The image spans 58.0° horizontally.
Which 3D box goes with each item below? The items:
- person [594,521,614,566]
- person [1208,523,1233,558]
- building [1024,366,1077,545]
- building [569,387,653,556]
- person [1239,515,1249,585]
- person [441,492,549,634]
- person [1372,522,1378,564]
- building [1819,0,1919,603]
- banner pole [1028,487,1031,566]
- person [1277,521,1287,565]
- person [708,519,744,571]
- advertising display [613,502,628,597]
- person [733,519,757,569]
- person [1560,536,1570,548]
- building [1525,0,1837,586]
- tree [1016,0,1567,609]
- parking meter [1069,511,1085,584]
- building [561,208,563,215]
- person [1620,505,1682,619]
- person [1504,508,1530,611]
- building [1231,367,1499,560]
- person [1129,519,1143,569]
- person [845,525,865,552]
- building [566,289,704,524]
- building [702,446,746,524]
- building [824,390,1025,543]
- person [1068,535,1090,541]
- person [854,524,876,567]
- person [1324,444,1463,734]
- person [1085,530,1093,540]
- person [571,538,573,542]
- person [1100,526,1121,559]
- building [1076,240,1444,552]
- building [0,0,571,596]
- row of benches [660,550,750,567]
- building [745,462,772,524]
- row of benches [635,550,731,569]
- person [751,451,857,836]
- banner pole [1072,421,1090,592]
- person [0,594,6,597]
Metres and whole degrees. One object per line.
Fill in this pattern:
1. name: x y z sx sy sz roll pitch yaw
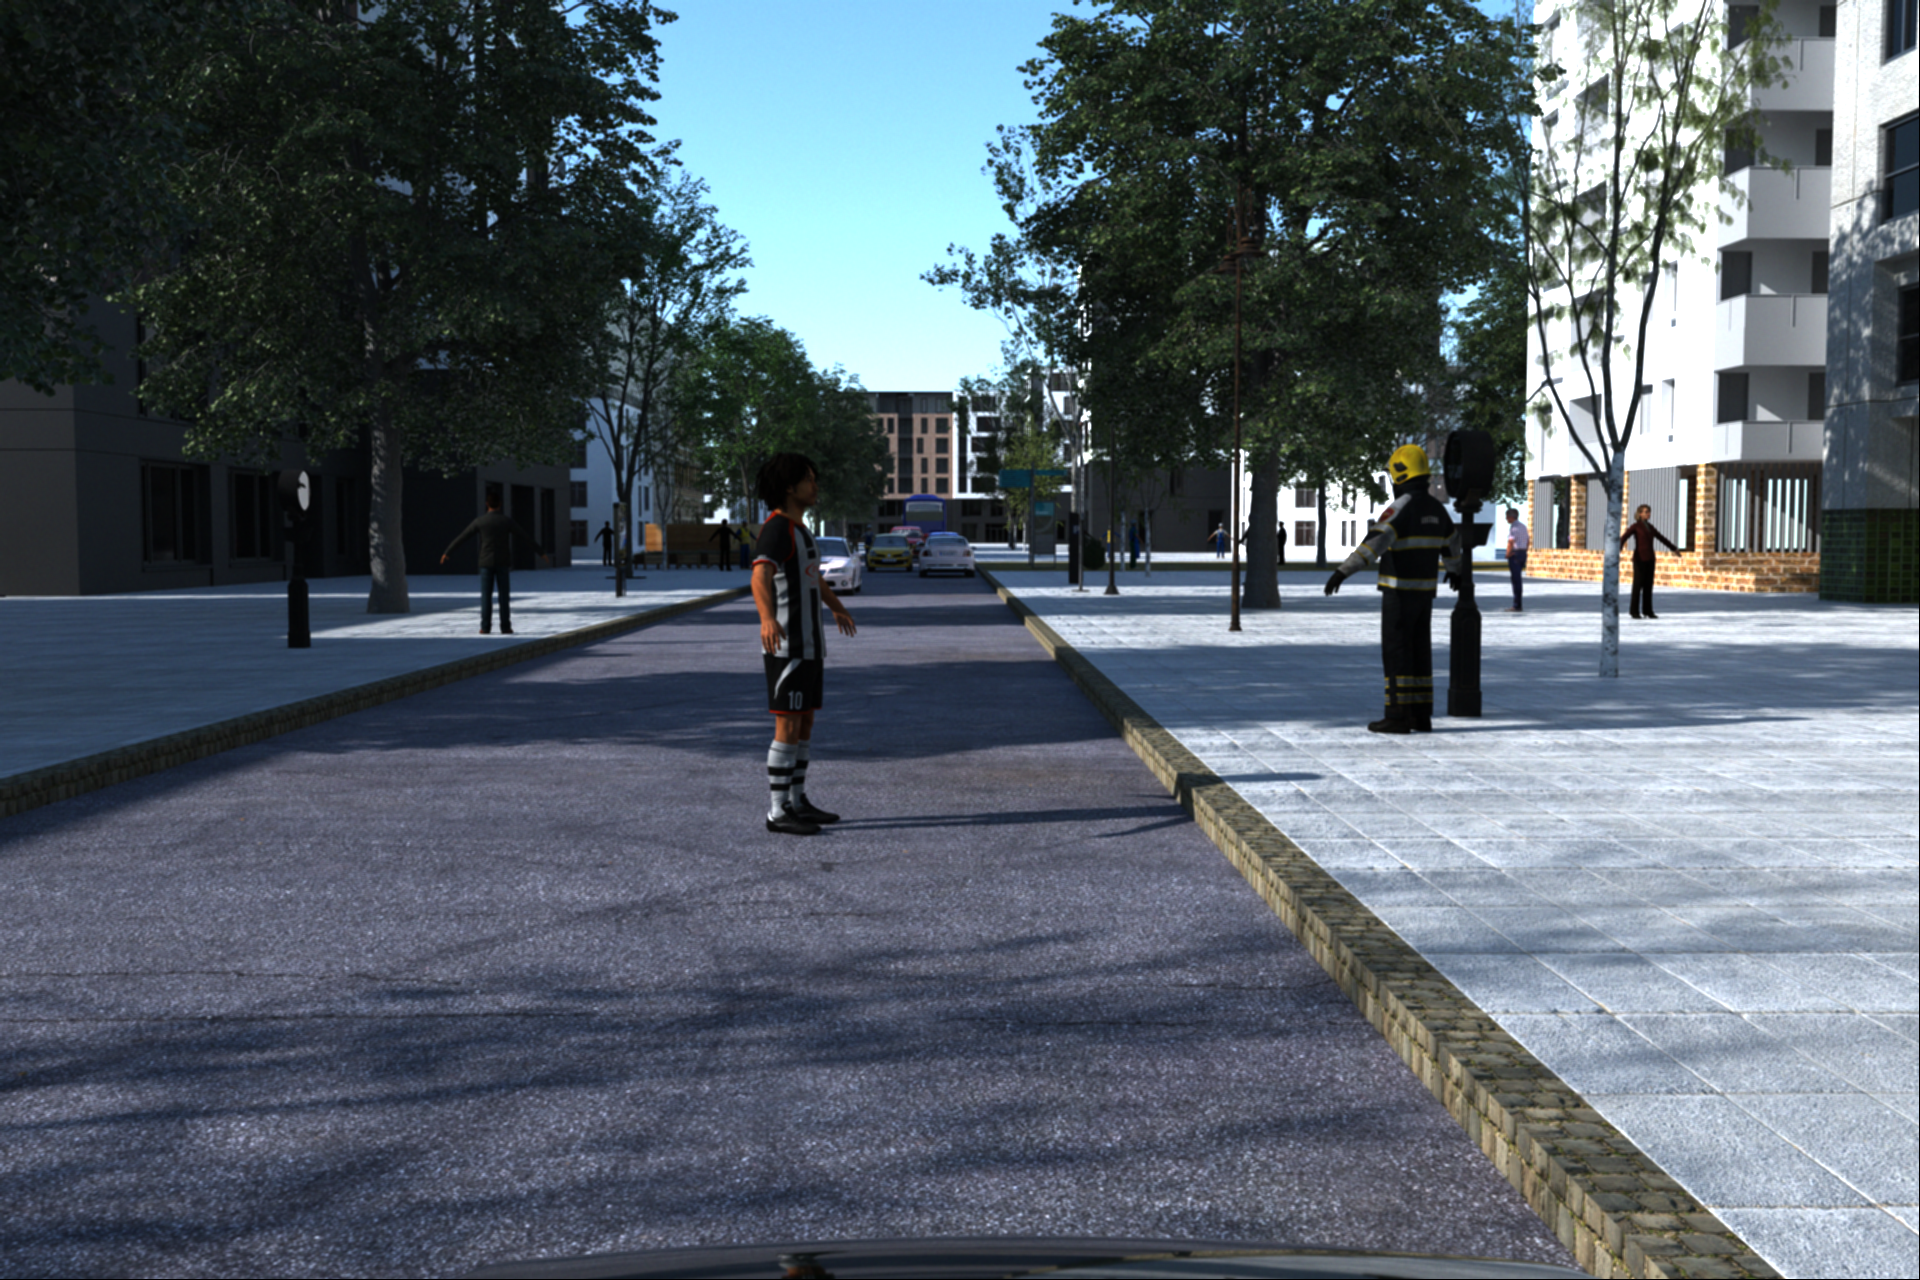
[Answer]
1. person: -14.125 -3.869 69.482 1.346 1.802 0.704 1 4 21
2. person: 13.748 -5.226 91.300 1.347 1.847 0.705 1 4 10
3. building: 22.222 -23.405 226.646 27.936 21.610 32.646 0 4 -1
4. building: -24.385 -10.428 112.639 9.099 9.664 28.070 0 4 -1
5. person: 7.345 -2.297 43.732 0.705 1.807 1.348 -1 4 -18
6. person: -5.979 -0.991 22.270 1.348 1.821 0.705 -1 4 -12
7. person: 17.811 -4.169 74.348 0.705 1.806 1.347 1 4 16
8. building: 25.101 -9.231 17.377 16.747 18.905 31.486 0 4 0
9. banner pole: 2.868 -4.922 70.499 0.401 3.779 0.863 0 4 -2
10. person: 13.369 -4.054 72.214 0.705 1.837 1.347 -1 4 -12
11. person: -8.164 -3.307 60.250 1.347 1.806 0.705 1 4 13
12. advertising display: -6.965 -1.854 35.535 0.123 1.923 0.974 0 4 -1
13. person: -7.855 -3.509 63.334 0.705 1.833 1.349 3 4 38
14. person: 20.968 -3.072 59.503 0.697 1.427 0.421 1 4 11
15. building: 22.194 -11.861 50.341 16.016 20.090 11.380 0 4 -1
16. tree: 5.197 -7.532 29.799 9.857 13.997 8.962 0 3 0
17. parking meter: 3.020 -2.390 44.783 0.399 1.863 0.255 0 4 0
18. building: -27.024 -13.944 84.399 16.016 20.090 11.380 0 4 0
19. person: 10.407 -1.188 26.234 1.215 1.729 0.721 -1 4 -20
20. person: 9.180 -1.331 28.742 0.756 1.711 0.436 -3 5 -41
21. building: 22.440 -9.687 100.536 9.099 9.664 28.070 0 4 0
22. person: 6.401 -3.506 63.454 0.704 1.817 1.347 -1 4 -13
23. person: -5.920 -5.582 97.529 1.348 1.796 0.705 -2 4 -25
24. building: -30.805 -18.737 137.274 19.493 23.208 18.063 0 4 -1
25. building: -26.621 -14.511 179.406 9.099 9.664 28.070 0 4 -1
26. building: -3.395 -25.117 257.098 32.646 21.610 27.936 0 4 -1
27. person: 6.540 -5.493 95.596 1.354 1.856 0.705 2 4 30
28. person: -3.932 -4.088 75.154 1.347 1.847 0.705 0 4 5
29. person: 2.880 -0.334 11.223 1.351 1.858 0.704 -3 4 -39
30. person: 6.584 -5.334 93.353 1.346 1.812 0.704 -1 4 -14
31. person: -19.419 -4.804 84.681 0.705 1.813 1.348 2 4 26
32. person: 7.854 -5.094 89.755 1.216 1.772 0.721 1 4 15
33. building: 22.935 -17.906 136.739 27.936 21.610 32.646 0 4 -1
34. building: -28.964 -12.673 51.177 27.936 21.610 32.646 0 4 -1
35. row of benches: -9.986 -3.225 68.200 4.104 0.672 1.422 -3 5 -41
36. building: -26.713 -16.321 208.987 9.099 9.664 28.070 0 3 0
37. row of benches: -10.202 -2.990 64.348 1.422 0.672 4.104 3 5 44
38. person: -0.781 0.013 8.388 0.704 1.843 1.345 1 4 11
39. banner pole: 2.696 -2.955 38.330 0.401 3.779 0.863 0 4 0
40. person: -19.624 -1.736 34.879 0.568 1.767 0.683 2 4 28
